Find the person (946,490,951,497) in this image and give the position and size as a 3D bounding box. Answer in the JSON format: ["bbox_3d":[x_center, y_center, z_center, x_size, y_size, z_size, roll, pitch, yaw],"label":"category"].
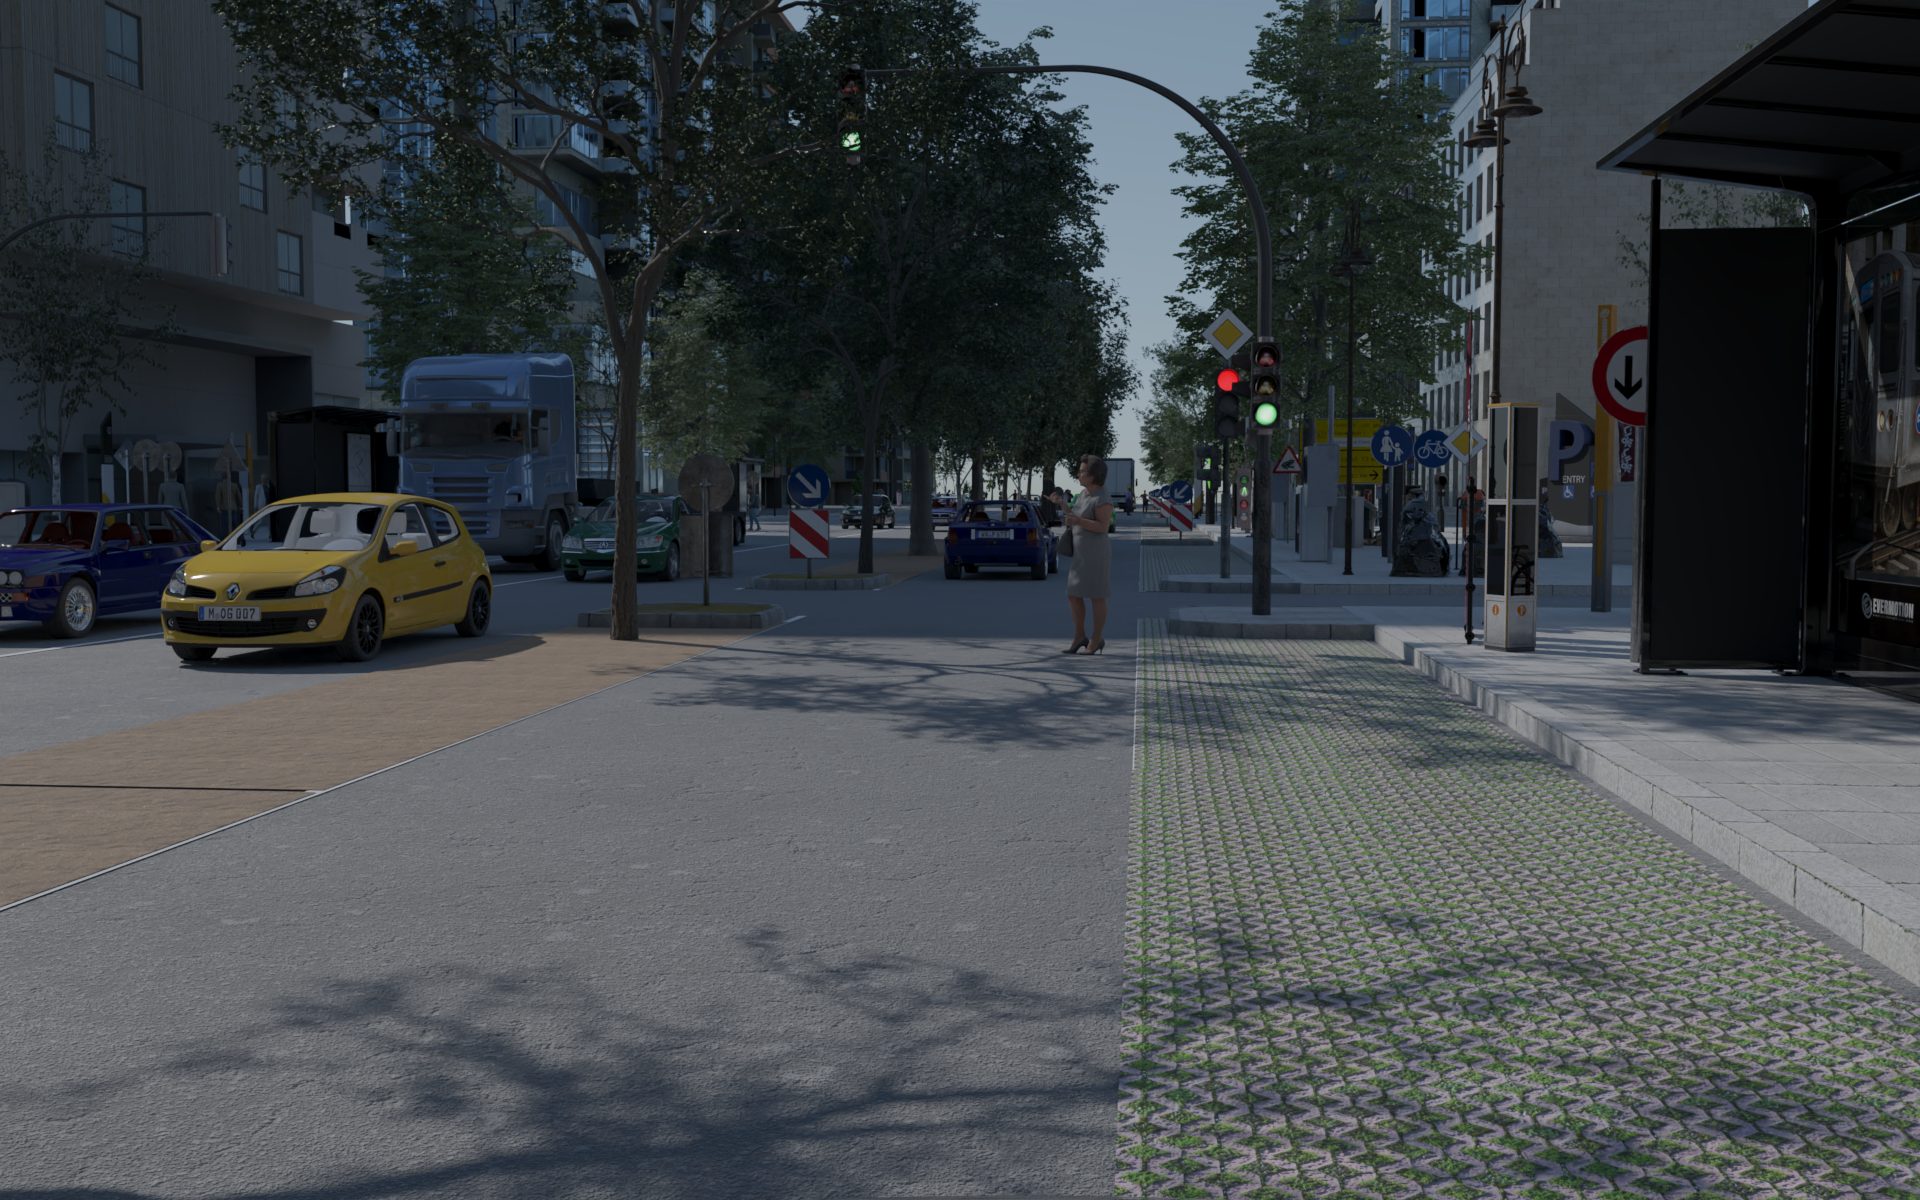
[{"bbox_3d":[-0.755,-7.203,126.717,0.568,1.767,0.683,-1,4,-9],"label":"person"}]

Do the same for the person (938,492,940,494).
[{"bbox_3d":[-1.874,-8.790,153.679,0.415,1.643,0.593,0,4,5],"label":"person"}]

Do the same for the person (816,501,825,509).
[{"bbox_3d":[-7.914,-5.528,98.902,0.581,1.822,0.654,2,4,32],"label":"person"}]

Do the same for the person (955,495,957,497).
[{"bbox_3d":[-0.239,-10.335,178.180,1.217,1.736,0.721,3,4,37],"label":"person"}]

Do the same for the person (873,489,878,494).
[{"bbox_3d":[-6.086,-7.047,123.723,1.348,1.822,0.705,2,4,30],"label":"person"}]

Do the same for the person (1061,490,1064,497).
[{"bbox_3d":[8.712,-8.485,147.316,0.705,1.812,1.348,-1,4,-16],"label":"person"}]

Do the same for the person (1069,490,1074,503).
[{"bbox_3d":[10.192,-9.334,161.065,1.348,1.831,0.705,-2,4,-34],"label":"person"}]

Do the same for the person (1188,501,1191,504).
[{"bbox_3d":[30.706,-13.680,231.176,0.415,1.643,0.593,3,4,39],"label":"person"}]

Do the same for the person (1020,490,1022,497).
[{"bbox_3d":[4.301,-6.927,122.678,0.530,1.710,0.541,-1,4,-17],"label":"person"}]

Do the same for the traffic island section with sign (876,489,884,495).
[{"bbox_3d":[-5.912,-7.271,127.514,1.989,1.847,2.006,0,4,6],"label":"traffic island section with sign"}]

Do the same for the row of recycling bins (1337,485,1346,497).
[{"bbox_3d":[10.756,-2.644,50.338,1.069,1.692,3.534,1,4,18],"label":"row of recycling bins"}]

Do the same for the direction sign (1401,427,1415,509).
[{"bbox_3d":[14.876,-4.034,57.954,0.876,3.537,0.379,-2,4,-31],"label":"direction sign"}]

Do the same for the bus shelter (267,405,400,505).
[{"bbox_3d":[-17.217,-3.521,48.850,1.731,3.624,6.357,0,4,6],"label":"bus shelter"}]

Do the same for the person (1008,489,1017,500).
[{"bbox_3d":[4.632,-8.381,145.486,1.348,1.831,0.705,0,4,3],"label":"person"}]

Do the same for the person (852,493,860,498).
[{"bbox_3d":[-8.701,-8.647,147.514,1.348,1.812,0.705,-3,4,-37],"label":"person"}]

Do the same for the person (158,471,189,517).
[{"bbox_3d":[-17.707,-2.016,39.103,0.694,1.812,0.767,0,4,-6],"label":"person"}]

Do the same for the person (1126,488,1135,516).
[{"bbox_3d":[11.380,-6.550,115.458,0.599,1.838,0.709,-1,4,-18],"label":"person"}]

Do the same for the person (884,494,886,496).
[{"bbox_3d":[-6.880,-8.750,149.196,1.348,1.812,0.705,1,4,11],"label":"person"}]

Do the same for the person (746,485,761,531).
[{"bbox_3d":[-8.100,-3.582,67.419,0.721,1.781,0.623,-2,4,-31],"label":"person"}]

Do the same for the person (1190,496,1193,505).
[{"bbox_3d":[25.168,-11.151,188.503,0.705,1.807,1.348,2,4,27],"label":"person"}]

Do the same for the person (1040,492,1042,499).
[{"bbox_3d":[9.618,-11.936,204.378,0.721,1.743,1.217,2,4,28],"label":"person"}]

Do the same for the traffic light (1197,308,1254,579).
[{"bbox_3d":[4.021,-2.284,26.269,0.839,4.253,0.868,0,4,6],"label":"traffic light"}]

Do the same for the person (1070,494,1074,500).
[{"bbox_3d":[9.130,-7.820,139.547,0.628,1.438,0.799,1,4,9],"label":"person"}]

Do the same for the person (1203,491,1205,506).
[{"bbox_3d":[26.316,-10.984,187.098,0.415,1.643,0.593,-3,5,-39],"label":"person"}]

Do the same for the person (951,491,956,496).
[{"bbox_3d":[-1.121,-15.635,261.757,1.350,1.814,0.705,-3,5,-41],"label":"person"}]

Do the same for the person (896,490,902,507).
[{"bbox_3d":[-6.190,-10.332,175.646,0.551,1.740,0.621,-1,4,-17],"label":"person"}]

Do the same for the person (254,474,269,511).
[{"bbox_3d":[-19.433,-2.593,48.318,0.818,1.842,0.514,1,4,19],"label":"person"}]

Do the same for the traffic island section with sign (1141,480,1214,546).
[{"bbox_3d":[6.084,-2.446,48.627,1.989,1.847,2.006,0,4,6],"label":"traffic island section with sign"}]

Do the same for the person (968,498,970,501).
[{"bbox_3d":[0.875,-7.157,125.522,0.705,1.824,1.348,-1,4,-19],"label":"person"}]

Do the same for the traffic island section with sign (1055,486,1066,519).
[{"bbox_3d":[5.683,-5.706,101.422,2.006,1.907,1.989,0,4,6],"label":"traffic island section with sign"}]

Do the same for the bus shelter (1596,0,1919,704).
[{"bbox_3d":[5.040,-1.097,9.218,1.731,3.624,6.357,0,4,6],"label":"bus shelter"}]

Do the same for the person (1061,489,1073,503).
[{"bbox_3d":[8.019,-7.372,129.059,1.348,1.821,0.705,-1,4,-22],"label":"person"}]

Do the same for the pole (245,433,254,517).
[{"bbox_3d":[-23.798,-3.926,58.030,0.158,3.312,0.155,0,3,0],"label":"pole"}]

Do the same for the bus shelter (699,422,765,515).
[{"bbox_3d":[-13.100,-7.403,98.671,2.179,5.291,8.768,0,4,6],"label":"bus shelter"}]

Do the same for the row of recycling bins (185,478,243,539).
[{"bbox_3d":[-19.763,-2.370,45.856,1.069,1.692,3.534,-1,4,-11],"label":"row of recycling bins"}]

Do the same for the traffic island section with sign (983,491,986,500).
[{"bbox_3d":[2.809,-12.322,210.085,1.989,1.847,2.006,0,4,6],"label":"traffic island section with sign"}]

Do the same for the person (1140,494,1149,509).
[{"bbox_3d":[14.853,-7.831,139.731,0.799,1.438,0.628,1,4,17],"label":"person"}]

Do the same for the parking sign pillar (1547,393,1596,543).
[{"bbox_3d":[16.155,-3.494,45.604,1.447,3.967,1.447,-2,4,-34],"label":"parking sign pillar"}]

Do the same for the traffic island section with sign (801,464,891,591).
[{"bbox_3d":[-2.202,-1.135,26.697,2.006,1.907,1.989,0,4,6],"label":"traffic island section with sign"}]

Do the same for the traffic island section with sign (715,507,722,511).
[{"bbox_3d":[-11.128,-4.250,78.119,1.989,1.847,2.006,0,4,6],"label":"traffic island section with sign"}]

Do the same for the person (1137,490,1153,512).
[{"bbox_3d":[13.773,-7.326,128.994,1.217,1.743,0.721,0,4,4],"label":"person"}]

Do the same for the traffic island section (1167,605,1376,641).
[{"bbox_3d":[3.220,0.235,18.438,2.009,0.180,2.903,0,4,6],"label":"traffic island section"}]

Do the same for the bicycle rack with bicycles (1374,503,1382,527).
[{"bbox_3d":[17.264,-3.337,67.950,2.852,0.926,2.925,0,4,7],"label":"bicycle rack with bicycles"}]

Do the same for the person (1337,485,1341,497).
[{"bbox_3d":[10.453,-2.535,48.035,0.362,1.759,0.519,1,4,16],"label":"person"}]

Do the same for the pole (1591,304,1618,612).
[{"bbox_3d":[6.988,-1.525,18.781,0.158,3.312,0.155,0,3,0],"label":"pole"}]

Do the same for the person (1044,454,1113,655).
[{"bbox_3d":[1.043,-0.403,15.445,0.532,1.782,0.716,-1,4,-23],"label":"person"}]

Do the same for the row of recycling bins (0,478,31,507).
[{"bbox_3d":[-24.553,-2.249,43.879,1.069,1.692,3.534,-1,4,-9],"label":"row of recycling bins"}]

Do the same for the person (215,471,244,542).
[{"bbox_3d":[-17.696,-2.205,42.002,0.836,1.842,0.656,1,4,11],"label":"person"}]

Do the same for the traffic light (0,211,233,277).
[{"bbox_3d":[-14.240,-3.275,28.210,4.771,5.953,1.251,0,4,6],"label":"traffic light"}]

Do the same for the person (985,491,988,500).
[{"bbox_3d":[3.757,-14.867,249.568,0.683,1.767,0.568,1,4,15],"label":"person"}]

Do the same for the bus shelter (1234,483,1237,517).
[{"bbox_3d":[15.454,-6.289,94.110,1.731,3.624,6.357,0,4,6],"label":"bus shelter"}]

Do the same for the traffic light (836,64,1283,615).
[{"bbox_3d":[1.092,-2.675,18.406,4.771,5.953,1.251,0,4,6],"label":"traffic light"}]

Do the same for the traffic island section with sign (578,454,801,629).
[{"bbox_3d":[-2.990,-0.685,19.332,2.006,1.907,1.989,0,4,6],"label":"traffic island section with sign"}]

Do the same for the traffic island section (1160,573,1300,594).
[{"bbox_3d":[4.059,-0.251,26.379,2.009,0.180,2.903,0,4,6],"label":"traffic island section"}]

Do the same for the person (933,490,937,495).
[{"bbox_3d":[-2.754,-11.025,187.246,0.756,1.711,0.436,2,4,27],"label":"person"}]

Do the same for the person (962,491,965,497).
[{"bbox_3d":[0.289,-9.754,168.695,1.217,1.735,0.721,2,4,28],"label":"person"}]

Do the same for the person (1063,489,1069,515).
[{"bbox_3d":[7.170,-6.607,117.193,0.621,1.740,0.551,-3,5,-40],"label":"person"}]
